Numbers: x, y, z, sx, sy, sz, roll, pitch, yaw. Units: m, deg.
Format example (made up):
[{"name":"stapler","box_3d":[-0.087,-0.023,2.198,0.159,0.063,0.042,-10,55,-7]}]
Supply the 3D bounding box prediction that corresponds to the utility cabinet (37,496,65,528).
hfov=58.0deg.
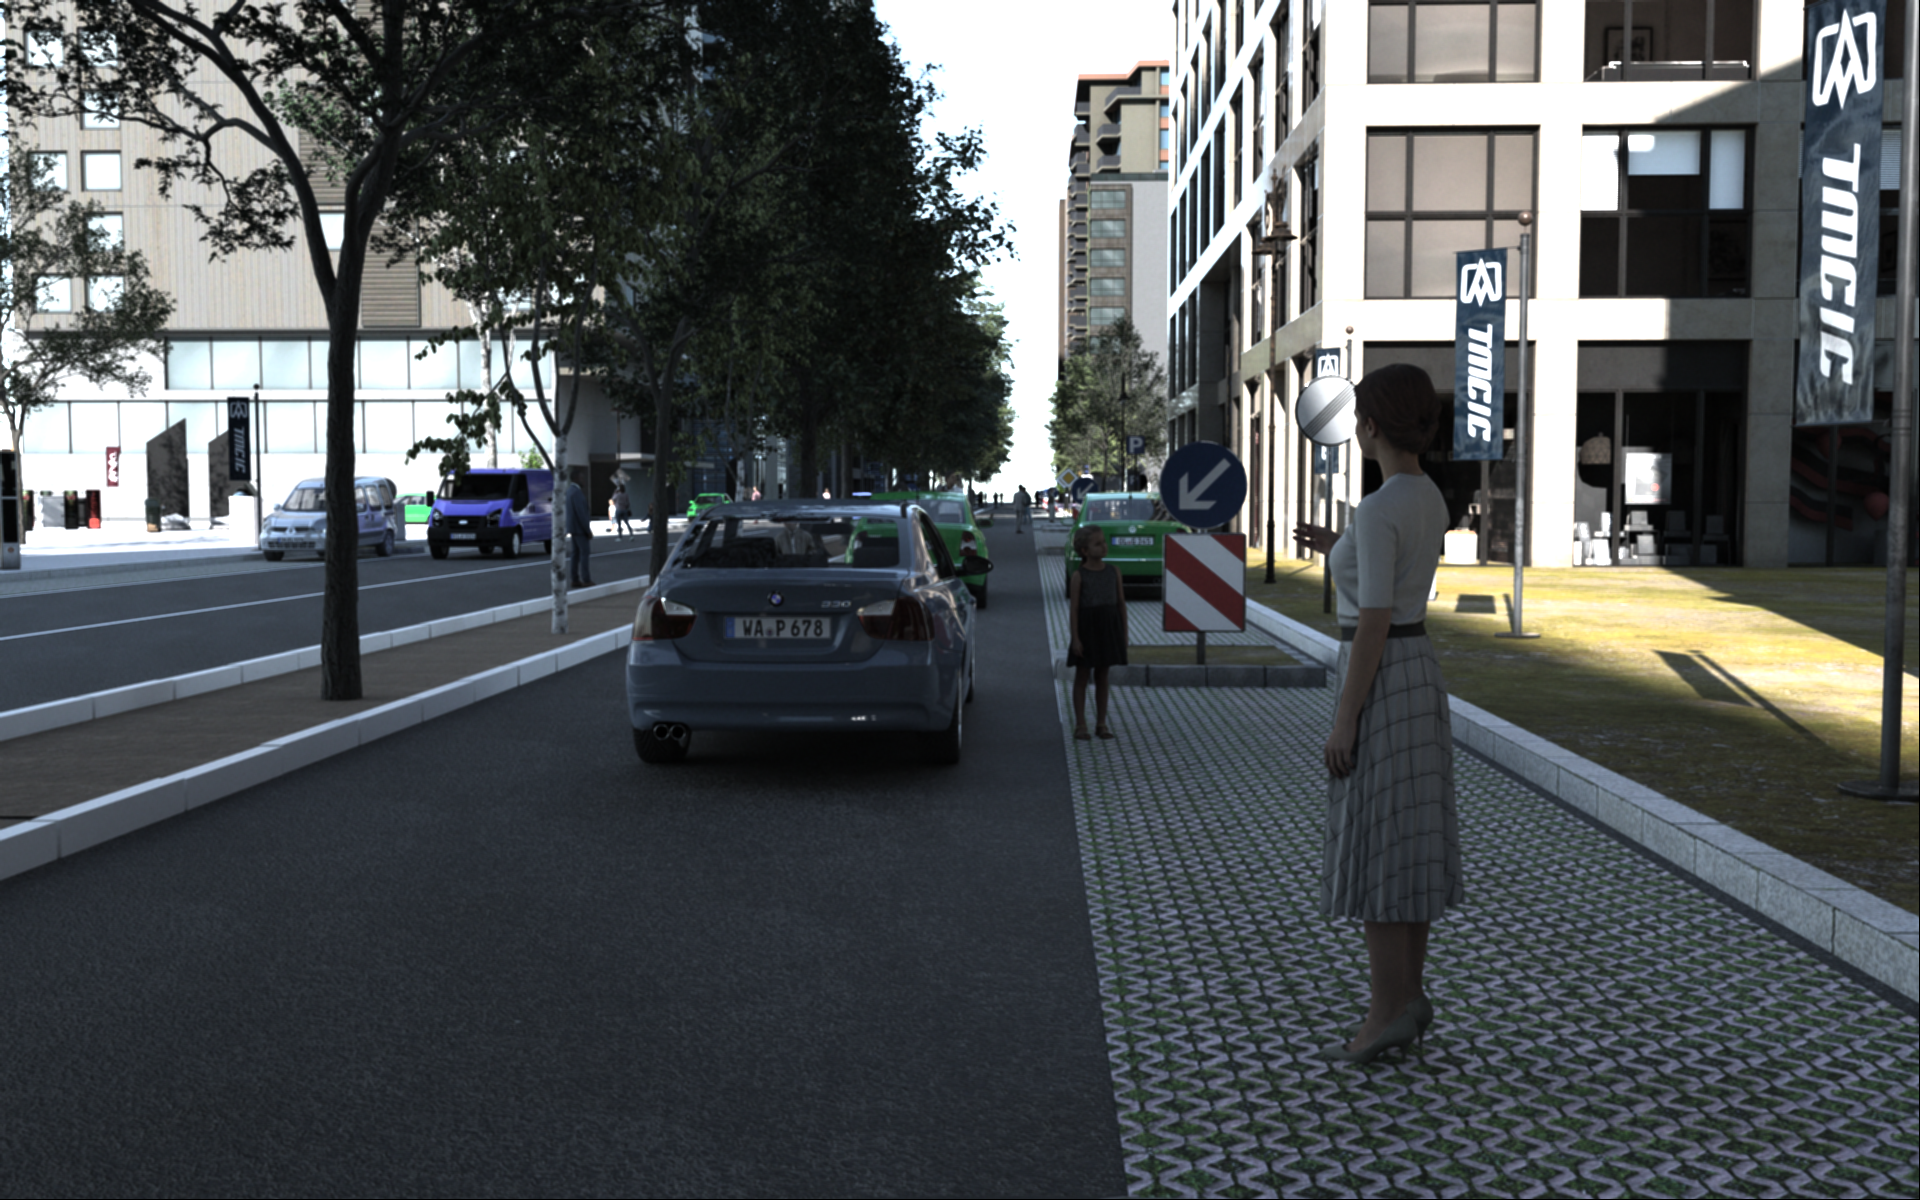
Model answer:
[{"name":"utility cabinet","box_3d":[-34.723,-3.367,66.212,0.306,1.237,1.020,2,4,24]}]

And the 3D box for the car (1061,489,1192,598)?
[{"name":"car","box_3d":[2.422,-0.988,24.947,1.959,1.807,4.718,0,4,4]}]

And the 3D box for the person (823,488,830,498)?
[{"name":"person","box_3d":[-7.465,-5.403,97.423,0.593,1.750,0.643,2,4,30]}]

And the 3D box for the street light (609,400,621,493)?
[{"name":"street light","box_3d":[-14.644,-6.213,74.363,0.468,5.910,1.993,0,4,2]}]

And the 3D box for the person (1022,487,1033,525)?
[{"name":"person","box_3d":[3.097,-4.445,81.517,0.721,1.781,0.623,-2,4,-29]}]

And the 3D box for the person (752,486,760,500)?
[{"name":"person","box_3d":[-9.835,-4.564,83.134,0.555,1.821,0.388,2,4,29]}]

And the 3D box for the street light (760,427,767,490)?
[{"name":"street light","box_3d":[-13.047,-8.656,114.313,0.468,5.910,1.993,0,4,2]}]

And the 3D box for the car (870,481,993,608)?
[{"name":"car","box_3d":[-0.529,-0.876,23.117,1.959,1.807,4.718,0,4,0]}]

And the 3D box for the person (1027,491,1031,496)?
[{"name":"person","box_3d":[8.136,-12.031,205.651,0.683,1.767,0.568,-1,4,-15]}]

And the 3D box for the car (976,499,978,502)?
[{"name":"car","box_3d":[2.597,-16.408,280.072,2.131,1.459,4.920,0,4,1]}]

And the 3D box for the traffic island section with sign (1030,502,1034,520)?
[{"name":"traffic island section with sign","box_3d":[4.996,-5.320,95.617,1.989,1.847,2.006,0,4,2]}]

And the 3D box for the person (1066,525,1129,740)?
[{"name":"person","box_3d":[0.810,0.187,10.117,0.362,1.253,0.373,-1,4,-14]}]

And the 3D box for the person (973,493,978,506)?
[{"name":"person","box_3d":[1.681,-12.019,205.085,0.705,1.814,1.350,-3,5,-42]}]

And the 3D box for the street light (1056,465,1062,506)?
[{"name":"street light","box_3d":[12.558,-15.351,223.770,0.468,5.910,1.993,0,4,2]}]

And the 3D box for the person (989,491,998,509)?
[{"name":"person","box_3d":[3.358,-9.922,171.260,0.750,1.759,0.617,-2,4,-30]}]

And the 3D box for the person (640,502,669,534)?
[{"name":"person","box_3d":[-10.942,-2.950,62.236,1.012,1.151,0.738,0,4,-2]}]

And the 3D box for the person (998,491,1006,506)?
[{"name":"person","box_3d":[5.124,-12.595,214.449,1.348,1.821,0.705,2,4,34]}]

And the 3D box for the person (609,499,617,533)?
[{"name":"person","box_3d":[-12.628,-3.059,63.197,0.332,1.250,0.352,1,4,21]}]

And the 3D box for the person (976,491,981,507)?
[{"name":"person","box_3d":[2.252,-11.586,198.073,0.705,1.807,1.348,3,5,40]}]

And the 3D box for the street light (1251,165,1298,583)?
[{"name":"street light","box_3d":[4.467,-3.179,24.759,0.468,5.910,1.993,0,4,2]}]

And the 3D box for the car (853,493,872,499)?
[{"name":"car","box_3d":[-5.069,-4.801,88.091,1.945,1.707,3.694,0,4,1]}]

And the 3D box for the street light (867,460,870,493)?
[{"name":"street light","box_3d":[-10.159,-13.435,192.448,0.468,5.910,1.993,0,4,2]}]

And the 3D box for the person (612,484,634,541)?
[{"name":"person","box_3d":[-10.215,-2.665,52.668,0.593,1.750,0.643,-3,5,-42]}]

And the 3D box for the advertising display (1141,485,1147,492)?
[{"name":"advertising display","box_3d":[12.555,-6.996,119.590,0.123,1.923,0.974,-2,4,-33]}]

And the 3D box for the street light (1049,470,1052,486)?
[{"name":"street light","box_3d":[15.862,-20.479,307.611,0.468,5.910,1.993,0,4,2]}]

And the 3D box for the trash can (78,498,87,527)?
[{"name":"trash can","box_3d":[-34.306,-3.426,67.667,0.748,1.137,0.748,0,3,0]}]

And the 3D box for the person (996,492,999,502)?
[{"name":"person","box_3d":[6.365,-17.730,298.403,1.348,1.821,0.705,-1,4,-15]}]

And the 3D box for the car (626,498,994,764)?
[{"name":"car","box_3d":[-0.811,0.092,10.503,2.014,1.417,4.499,0,4,2]}]

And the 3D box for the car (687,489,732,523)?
[{"name":"car","box_3d":[-12.030,-4.600,84.002,1.959,1.807,4.718,0,4,2]}]

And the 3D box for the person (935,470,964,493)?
[{"name":"person","box_3d":[-0.224,-1.244,28.935,0.679,1.850,0.850,0,4,4]}]

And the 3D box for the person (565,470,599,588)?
[{"name":"person","box_3d":[-5.840,-1.092,26.541,0.419,1.800,0.721,-3,5,-39]}]

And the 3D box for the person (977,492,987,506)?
[{"name":"person","box_3d":[2.312,-10.916,187.695,1.217,1.735,0.721,1,4,20]}]

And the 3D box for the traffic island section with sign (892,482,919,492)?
[{"name":"traffic island section with sign","box_3d":[-2.017,-3.992,73.411,2.006,1.907,1.989,0,4,2]}]

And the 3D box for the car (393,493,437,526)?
[{"name":"car","box_3d":[-22.076,-3.716,69.550,4.718,1.807,1.959,0,4,3]}]

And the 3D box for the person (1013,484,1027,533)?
[{"name":"person","box_3d":[2.248,-3.353,63.515,0.606,1.804,0.583,2,4,32]}]

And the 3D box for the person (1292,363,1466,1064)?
[{"name":"person","box_3d":[1.024,0.283,4.443,0.524,1.755,0.480,2,4,34]}]

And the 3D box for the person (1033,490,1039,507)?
[{"name":"person","box_3d":[7.877,-10.251,175.728,1.348,1.869,0.705,-3,4,-38]}]

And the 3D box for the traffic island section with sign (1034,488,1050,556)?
[{"name":"traffic island section with sign","box_3d":[2.819,-1.970,40.844,1.989,1.847,2.006,0,4,2]}]

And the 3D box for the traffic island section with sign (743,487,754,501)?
[{"name":"traffic island section with sign","box_3d":[-11.806,-5.370,96.420,1.989,1.847,2.006,0,4,2]}]

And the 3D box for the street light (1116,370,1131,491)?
[{"name":"street light","box_3d":[6.111,-5.637,64.960,0.468,5.910,1.993,0,4,2]}]

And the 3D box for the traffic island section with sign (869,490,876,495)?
[{"name":"traffic island section with sign","box_3d":[-8.743,-10.096,173.691,1.989,1.847,2.006,0,4,2]}]

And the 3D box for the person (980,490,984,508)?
[{"name":"person","box_3d":[2.284,-10.538,180.799,0.705,1.823,1.348,-1,4,-8]}]

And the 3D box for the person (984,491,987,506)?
[{"name":"person","box_3d":[2.913,-12.063,205.600,0.599,1.838,0.709,-1,4,-23]}]

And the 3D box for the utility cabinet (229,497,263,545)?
[{"name":"utility cabinet","box_3d":[-18.069,-2.001,43.879,1.020,1.237,0.306,2,4,34]}]

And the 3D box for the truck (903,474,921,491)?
[{"name":"truck","box_3d":[-4.634,-12.461,193.490,2.967,4.110,18.799,0,4,0]}]

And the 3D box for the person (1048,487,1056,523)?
[{"name":"person","box_3d":[4.572,-4.694,85.797,0.362,1.759,0.519,2,4,27]}]

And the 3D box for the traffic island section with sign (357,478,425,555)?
[{"name":"traffic island section with sign","box_3d":[-13.987,-2.012,41.517,1.989,1.847,2.006,0,4,2]}]

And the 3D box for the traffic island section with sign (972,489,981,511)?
[{"name":"traffic island section with sign","box_3d":[0.948,-8.584,148.491,2.006,1.907,1.989,0,4,2]}]

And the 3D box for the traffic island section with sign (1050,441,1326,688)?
[{"name":"traffic island section with sign","box_3d":[1.741,-0.311,13.713,1.989,1.847,2.006,0,4,2]}]

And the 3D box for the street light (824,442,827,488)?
[{"name":"street light","box_3d":[-11.665,-10.894,150.907,0.468,5.910,1.993,0,4,2]}]
